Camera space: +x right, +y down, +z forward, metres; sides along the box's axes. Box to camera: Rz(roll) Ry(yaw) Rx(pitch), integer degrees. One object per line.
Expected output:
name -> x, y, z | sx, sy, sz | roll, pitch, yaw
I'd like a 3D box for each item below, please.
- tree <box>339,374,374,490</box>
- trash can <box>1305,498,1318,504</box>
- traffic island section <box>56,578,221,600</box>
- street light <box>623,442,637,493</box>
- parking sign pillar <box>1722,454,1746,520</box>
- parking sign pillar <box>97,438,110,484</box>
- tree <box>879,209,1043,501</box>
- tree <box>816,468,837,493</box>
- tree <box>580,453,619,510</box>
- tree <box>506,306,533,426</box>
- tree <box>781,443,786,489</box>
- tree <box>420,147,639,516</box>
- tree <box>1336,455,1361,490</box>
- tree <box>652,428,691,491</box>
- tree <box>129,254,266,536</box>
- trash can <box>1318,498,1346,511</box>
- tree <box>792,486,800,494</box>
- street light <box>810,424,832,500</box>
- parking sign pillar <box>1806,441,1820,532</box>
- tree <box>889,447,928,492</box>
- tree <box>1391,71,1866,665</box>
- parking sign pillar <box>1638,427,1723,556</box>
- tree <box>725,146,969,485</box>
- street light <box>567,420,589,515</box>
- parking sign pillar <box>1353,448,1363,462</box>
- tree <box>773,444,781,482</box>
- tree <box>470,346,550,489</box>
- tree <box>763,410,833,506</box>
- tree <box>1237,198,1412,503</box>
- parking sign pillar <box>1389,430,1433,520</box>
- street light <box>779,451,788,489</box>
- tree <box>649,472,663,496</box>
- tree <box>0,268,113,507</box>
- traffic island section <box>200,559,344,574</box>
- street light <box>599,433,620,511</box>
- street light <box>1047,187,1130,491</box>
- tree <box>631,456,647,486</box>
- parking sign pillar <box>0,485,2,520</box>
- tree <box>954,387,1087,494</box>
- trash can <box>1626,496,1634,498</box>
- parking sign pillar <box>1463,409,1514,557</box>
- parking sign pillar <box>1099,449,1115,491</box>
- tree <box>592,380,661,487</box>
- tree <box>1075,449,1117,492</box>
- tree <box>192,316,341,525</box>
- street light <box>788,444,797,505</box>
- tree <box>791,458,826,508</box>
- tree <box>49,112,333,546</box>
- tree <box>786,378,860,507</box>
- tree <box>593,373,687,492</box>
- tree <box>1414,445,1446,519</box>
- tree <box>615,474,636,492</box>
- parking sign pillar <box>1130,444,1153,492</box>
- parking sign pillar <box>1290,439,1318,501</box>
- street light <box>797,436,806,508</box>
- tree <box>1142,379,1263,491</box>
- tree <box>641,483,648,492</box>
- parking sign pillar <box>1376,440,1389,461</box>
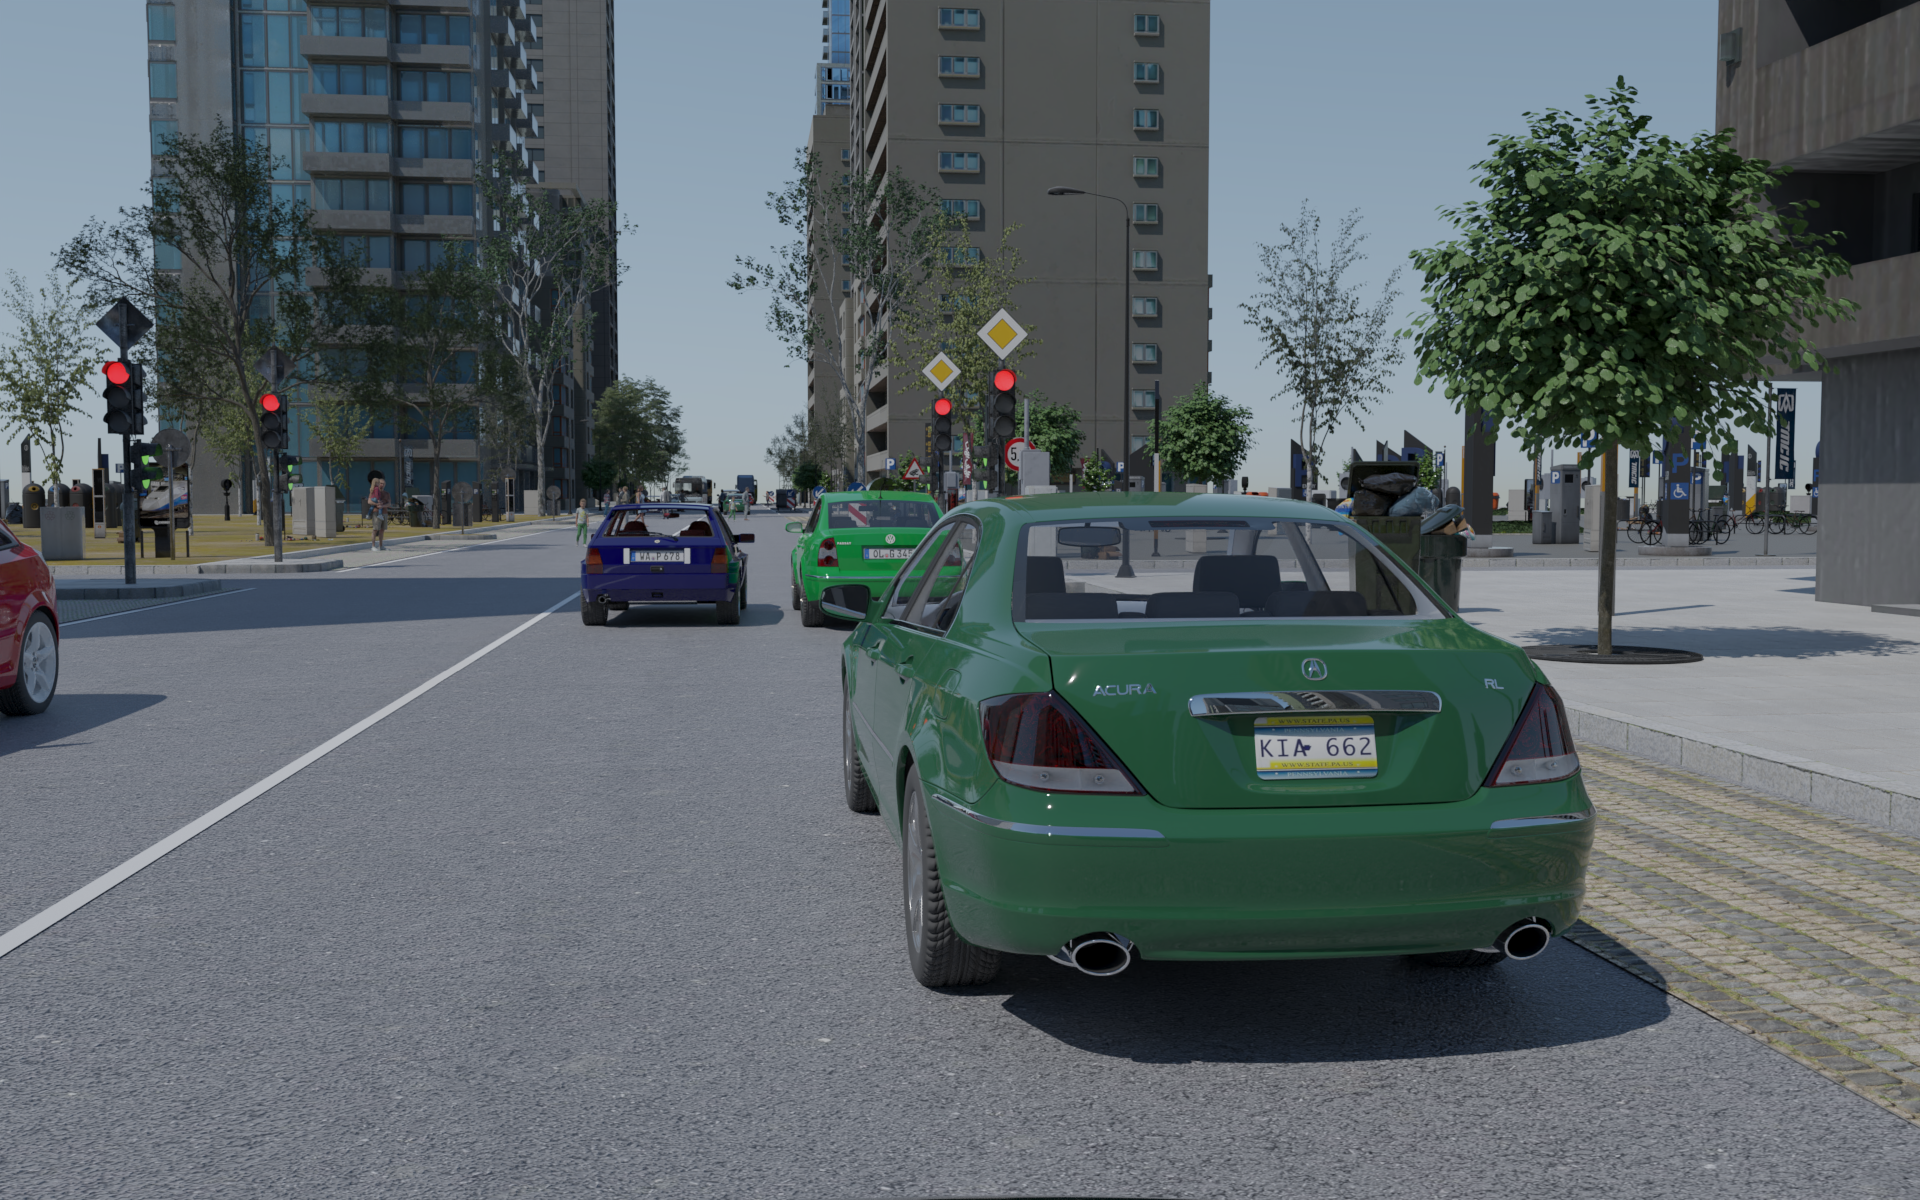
tree -> -37.317, -9.368, 103.529 | 4.737, 8.622, 4.395 | 0, 3, 0
trash can -> 13.267, -3.249, 64.773 | 0.748, 1.137, 0.748 | 0, 3, 0
traffic island section -> -11.889, -0.153, 24.790 | 2.009, 0.180, 2.903 | 0, 4, -7
street light -> -29.821, -11.135, 154.597 | 1.470, 5.913, 1.316 | 0, 4, -7
parking sign pillar -> 39.001, -6.030, 87.070 | 1.447, 3.967, 1.447 | 1, 4, 13
parking sign pillar -> -41.401, -5.823, 83.686 | 1.447, 3.967, 1.447 | -2, 4, -28
tree -> 0.270, -5.749, 44.360 | 4.737, 8.622, 4.395 | 0, 3, 0
tree -> -9.755, -8.164, 128.087 | 1.663, 3.219, 1.824 | 0, 3, 0
tree -> -29.127, -9.538, 139.655 | 4.285, 4.588, 4.351 | 0, 3, 0
tree -> -19.141, -7.927, 64.020 | 8.767, 10.594, 7.601 | 3, 5, 40
tree -> -14.846, -13.418, 169.753 | 4.360, 8.622, 3.978 | 0, 3, 0
tree -> -25.136, -14.787, 97.648 | 12.611, 20.169, 13.585 | 0, 3, 0
tree -> 18.926, -5.436, 83.485 | 1.663, 3.219, 1.824 | 0, 3, 0
tree -> -45.018, -20.765, 265.263 | 9.928, 11.665, 9.643 | 0, 3, 0
tree -> -23.794, -6.311, 53.547 | 4.360, 8.622, 3.978 | 0, 3, 0
trash can -> 13.101, -2.978, 60.341 | 0.748, 1.137, 0.748 | 0, 3, 0
tree -> -20.909, -13.991, 223.350 | 1.663, 3.219, 1.824 | 0, 3, 0
street light -> -9.107, -8.725, 115.198 | 1.470, 5.913, 1.316 | 0, 4, -7
parking sign pillar -> 29.888, -4.339, 59.418 | 1.447, 3.967, 1.447 | -1, 4, -23
tree -> -2.112, -4.536, 68.757 | 1.663, 3.219, 1.824 | 0, 3, 0
tree -> 5.113, -1.821, 13.492 | 4.285, 4.588, 4.351 | 0, 3, 0
parking sign pillar -> 15.063, -2.930, 36.380 | 1.447, 3.967, 1.447 | 1, 4, 17
tree -> -6.203, -14.620, 94.931 | 12.611, 20.169, 13.585 | 0, 3, 0
street light -> -23.875, -8.306, 108.349 | 1.470, 5.913, 1.316 | 0, 4, -7
parking sign pillar -> 23.801, -6.994, 102.830 | 1.447, 3.967, 1.447 | 3, 4, 39
tree -> -22.502, -17.085, 229.698 | 4.360, 8.622, 3.978 | 0, 3, 0
tree -> -22.440, -8.327, 86.514 | 4.360, 8.622, 3.978 | 0, 3, 0
tree -> -17.753, -15.730, 191.598 | 8.767, 10.594, 7.601 | 0, 4, 2
tree -> 9.165, -5.733, 44.105 | 4.360, 8.622, 3.978 | 0, 3, 0
parking sign pillar -> 19.005, -5.117, 72.142 | 1.447, 3.967, 1.447 | 3, 5, 44
street light -> -19.506, -13.741, 197.208 | 1.470, 5.913, 1.316 | 0, 4, -7
tree -> -37.080, -15.734, 207.604 | 4.737, 8.622, 4.395 | 0, 3, 0
tree -> -29.394, -6.441, 55.674 | 4.737, 8.622, 4.395 | 0, 3, 0
traffic island section -> -12.889, -0.638, 32.713 | 2.009, 0.180, 2.903 | 0, 4, -7
street light -> -26.777, -9.725, 131.550 | 1.470, 5.913, 1.316 | 0, 4, -7
street light -> 2.014, -3.295, 26.408 | 1.470, 5.913, 1.316 | 0, 4, -7
tree -> -36.167, -15.052, 196.457 | 4.360, 8.622, 3.978 | 0, 3, 0
parking sign pillar -> -18.604, -2.675, 32.207 | 1.447, 3.967, 1.447 | 2, 4, 28
tree -> 2.272, -4.258, 53.324 | 4.285, 4.588, 4.351 | 0, 3, 0
trash can -> 44.879, -6.371, 115.823 | 0.748, 1.137, 0.748 | 0, 3, 0
parking sign pillar -> 10.670, -2.884, 35.624 | 1.447, 3.967, 1.447 | 1, 4, 8
parking sign pillar -> 8.671, -7.002, 102.955 | 1.447, 3.967, 1.447 | -2, 4, -28
tree -> -33.714, -15.526, 171.979 | 7.486, 12.596, 7.792 | 0, 3, 0
tree -> 5.403, -4.679, 71.099 | 1.663, 3.219, 1.824 | 0, 3, 0
tree -> -28.778, -7.352, 70.560 | 4.737, 8.622, 4.395 | 0, 3, 0
street light -> -15.079, -11.575, 161.793 | 1.470, 5.913, 1.316 | 0, 4, -7
tree -> -13.478, -10.563, 156.422 | 4.285, 4.588, 4.351 | 0, 3, 0
tree -> -17.208, -6.612, 42.516 | 7.601, 10.594, 8.767 | 3, 4, 38
tree -> -7.820, -9.693, 108.839 | 4.360, 8.622, 3.978 | 0, 3, 0
tree -> -33.959, -16.916, 183.227 | 9.857, 13.997, 8.962 | 0, 3, 0
tree -> 18.247, -4.507, 68.293 | 1.663, 3.219, 1.824 | 0, 3, 0
tree -> -31.476, -10.252, 162.224 | 1.663, 3.219, 1.824 | 0, 3, 0
parking sign pillar -> 8.515, -5.630, 80.515 | 1.447, 3.967, 1.447 | 0, 4, 2
parking sign pillar -> 16.779, -5.870, 84.448 | 1.447, 3.967, 1.447 | -1, 4, -15
street light -> -12.064, -10.150, 138.494 | 1.470, 5.913, 1.316 | 0, 4, -7
tree -> 6.920, -4.003, 49.158 | 4.285, 4.588, 4.351 | 0, 3, 0
tree -> -37.232, -12.745, 202.989 | 1.663, 3.219, 1.824 | 0, 3, 0
parking sign pillar -> 21.122, -5.918, 85.229 | 1.447, 3.967, 1.447 | 1, 4, 14
